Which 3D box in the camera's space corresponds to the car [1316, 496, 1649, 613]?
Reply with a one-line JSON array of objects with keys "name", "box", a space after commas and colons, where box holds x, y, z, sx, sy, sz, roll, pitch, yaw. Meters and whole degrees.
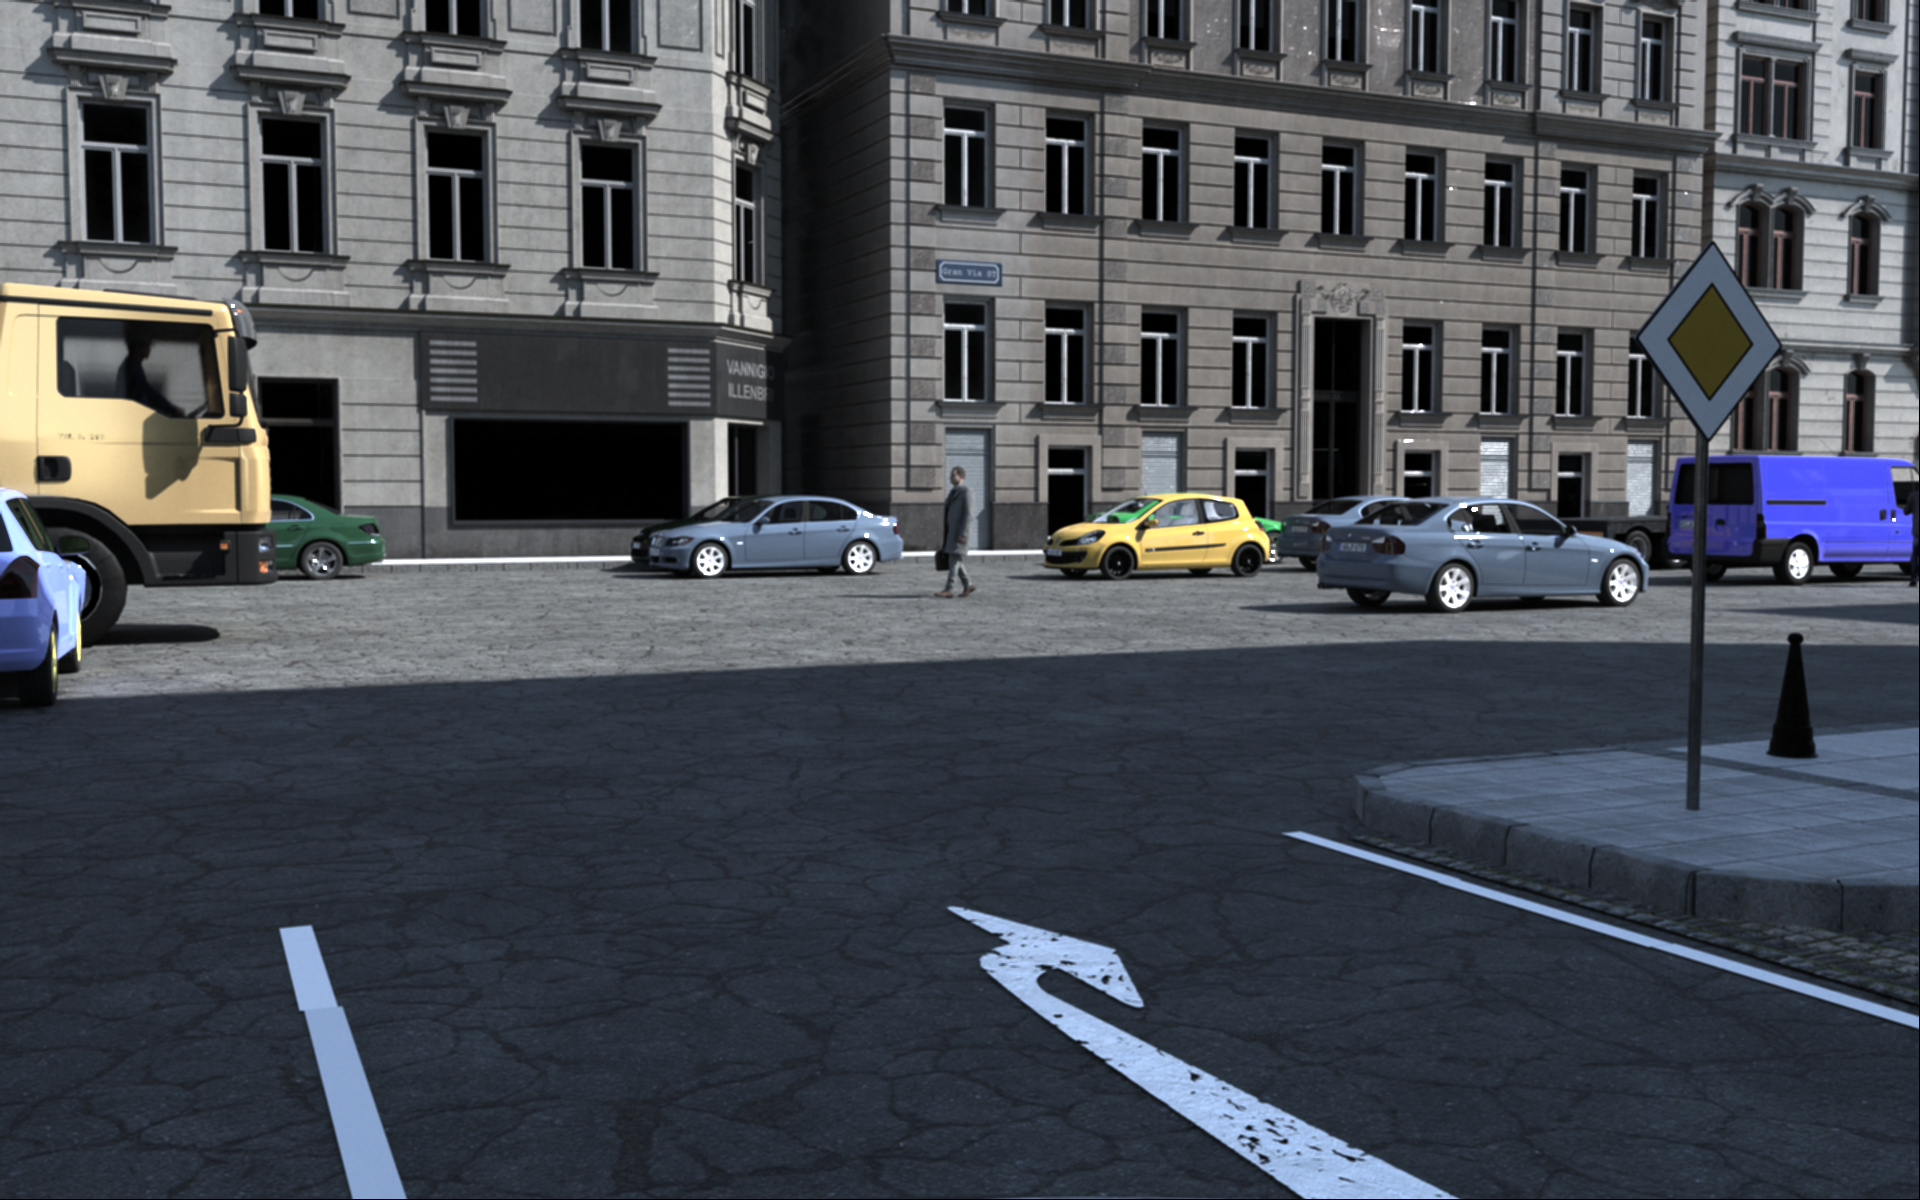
[{"name": "car", "box": [6.708, -0.617, 22.087, 4.499, 1.417, 2.014, -2, 4, -26]}]

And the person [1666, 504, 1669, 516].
[{"name": "person", "box": [17.495, -1.910, 42.276, 0.613, 1.512, 0.480, -1, 4, -11]}]

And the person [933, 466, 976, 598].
[{"name": "person", "box": [-0.074, -0.941, 23.990, 0.767, 1.812, 0.694, -2, 4, -28]}]

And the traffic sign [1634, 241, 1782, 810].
[{"name": "traffic sign", "box": [2.981, -0.204, 6.986, 0.795, 2.450, 0.064, -2, 4, -24]}]

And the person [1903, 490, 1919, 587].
[{"name": "person", "box": [14.917, -1.064, 26.715, 0.431, 1.722, 0.655, -2, 4, -34]}]

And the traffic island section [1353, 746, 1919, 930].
[{"name": "traffic island section", "box": [2.999, 0.930, 7.072, 2.009, 0.180, 2.903, -2, 4, -24]}]

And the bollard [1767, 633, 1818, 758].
[{"name": "bollard", "box": [4.092, 0.461, 8.498, 0.229, 0.601, 0.229, 0, 3, 0]}]

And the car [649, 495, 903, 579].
[{"name": "car", "box": [-3.245, -1.137, 30.597, 4.499, 1.417, 2.014, -2, 4, -26]}]

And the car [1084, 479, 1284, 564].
[{"name": "car", "box": [4.784, -1.633, 35.503, 4.718, 1.807, 1.959, -2, 4, -24]}]

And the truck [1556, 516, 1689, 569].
[{"name": "truck", "box": [19.724, -2.886, 36.944, 18.799, 4.110, 2.967, -2, 4, -26]}]

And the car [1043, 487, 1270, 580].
[{"name": "car", "box": [3.372, -1.206, 29.942, 3.980, 1.641, 2.015, -2, 4, -25]}]

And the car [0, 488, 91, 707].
[{"name": "car", "box": [-7.424, -0.184, 12.597, 1.945, 1.707, 3.694, -2, 4, -24]}]

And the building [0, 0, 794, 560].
[{"name": "building", "box": [-25.887, -15.812, 34.936, 44.131, 29.872, 17.030, -2, 4, -24]}]

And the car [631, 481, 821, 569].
[{"name": "car", "box": [-4.125, -1.415, 32.916, 4.222, 1.686, 2.009, -2, 4, -26]}]

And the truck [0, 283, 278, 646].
[{"name": "truck", "box": [-10.722, -1.228, 15.997, 9.791, 3.379, 3.469, -2, 4, -26]}]

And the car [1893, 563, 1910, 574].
[{"name": "car", "box": [18.576, -1.273, 31.039, 3.980, 1.641, 2.015, -2, 4, -24]}]

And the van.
[{"name": "van", "box": [14.204, -1.481, 28.604, 5.245, 2.365, 2.240, -2, 4, -26]}]

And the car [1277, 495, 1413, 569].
[{"name": "car", "box": [8.221, -1.280, 32.923, 4.499, 1.417, 2.014, -2, 4, -24]}]

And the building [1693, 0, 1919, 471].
[{"name": "building", "box": [28.778, -16.594, 58.706, 23.554, 28.519, 14.401, -2, 4, -24]}]

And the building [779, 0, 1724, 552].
[{"name": "building", "box": [7.154, -15.308, 47.541, 25.104, 27.353, 12.463, -2, 4, -24]}]

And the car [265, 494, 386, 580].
[{"name": "car", "box": [-12.205, -1.053, 29.016, 4.920, 1.459, 2.131, -2, 4, -24]}]
